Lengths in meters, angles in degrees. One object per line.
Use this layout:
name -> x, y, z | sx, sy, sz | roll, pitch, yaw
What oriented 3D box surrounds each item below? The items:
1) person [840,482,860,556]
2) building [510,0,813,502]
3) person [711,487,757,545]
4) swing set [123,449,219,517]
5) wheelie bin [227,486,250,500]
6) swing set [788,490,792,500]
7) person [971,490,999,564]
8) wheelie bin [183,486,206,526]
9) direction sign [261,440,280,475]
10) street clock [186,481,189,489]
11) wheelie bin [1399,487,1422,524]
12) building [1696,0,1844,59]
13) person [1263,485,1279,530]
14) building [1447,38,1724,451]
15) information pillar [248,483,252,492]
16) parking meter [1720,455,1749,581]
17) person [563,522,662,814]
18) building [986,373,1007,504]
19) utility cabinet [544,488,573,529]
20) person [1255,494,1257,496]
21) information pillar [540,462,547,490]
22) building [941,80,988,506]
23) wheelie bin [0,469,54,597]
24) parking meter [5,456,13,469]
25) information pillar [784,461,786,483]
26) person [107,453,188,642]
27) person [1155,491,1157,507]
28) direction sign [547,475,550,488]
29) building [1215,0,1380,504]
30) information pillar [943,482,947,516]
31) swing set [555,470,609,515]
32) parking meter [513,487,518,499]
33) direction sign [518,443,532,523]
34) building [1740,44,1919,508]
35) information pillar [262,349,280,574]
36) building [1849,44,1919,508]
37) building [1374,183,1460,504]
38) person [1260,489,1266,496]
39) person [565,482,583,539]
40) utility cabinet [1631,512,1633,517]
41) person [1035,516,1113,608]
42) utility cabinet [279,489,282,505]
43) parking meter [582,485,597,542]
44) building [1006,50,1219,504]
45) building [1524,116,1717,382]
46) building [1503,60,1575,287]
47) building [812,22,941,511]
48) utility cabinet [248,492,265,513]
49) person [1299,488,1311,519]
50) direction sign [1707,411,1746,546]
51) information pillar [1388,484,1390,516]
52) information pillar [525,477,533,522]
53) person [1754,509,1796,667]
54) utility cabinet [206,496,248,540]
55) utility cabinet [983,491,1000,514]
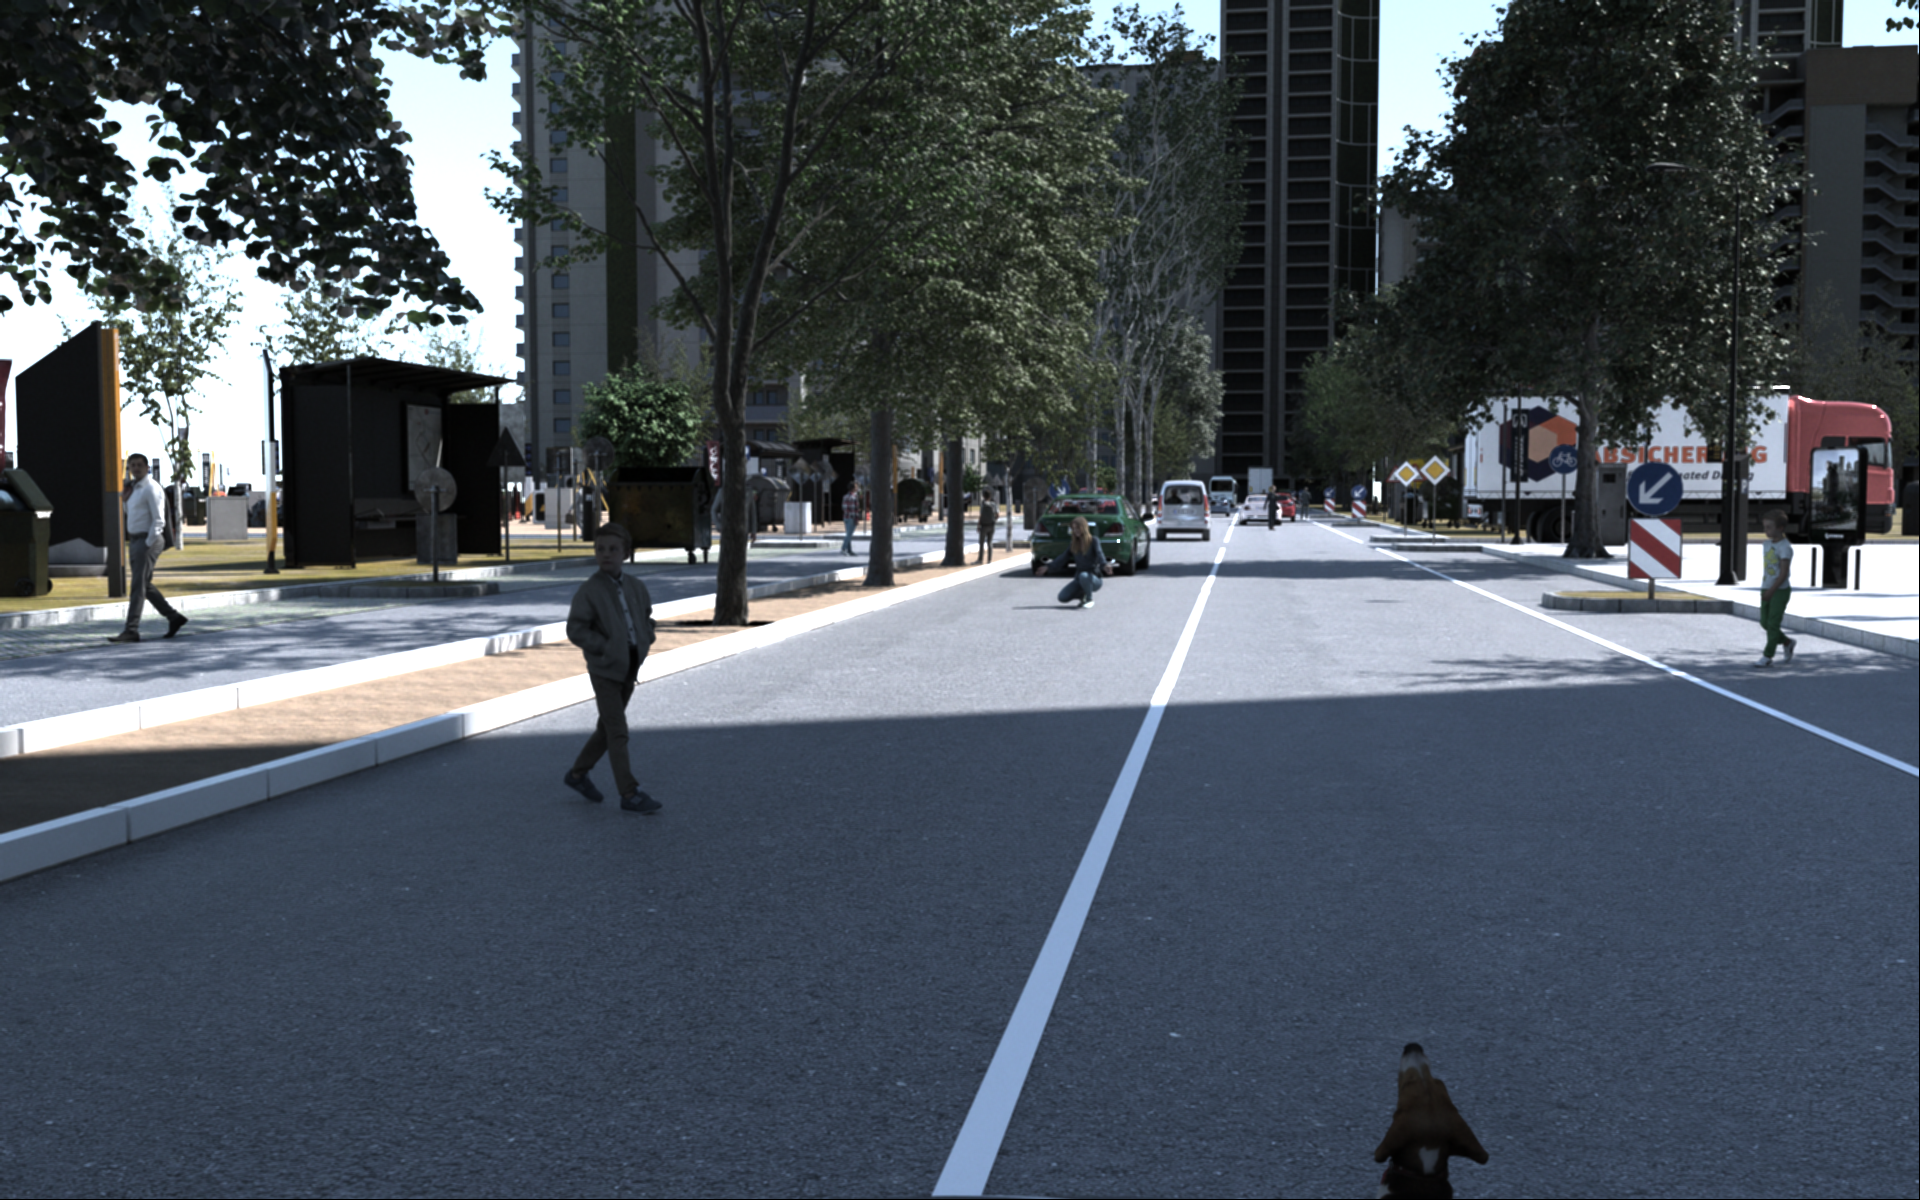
person -> -2.574, -1.894, 40.303 | 0.643, 1.720, 0.563 | -2, 4, -29
building -> -32.737, -39.518, 188.118 | 28.212, 58.520, 21.231 | 1, 4, 9
person -> -3.192, -0.974, 24.532 | 0.635, 1.810, 0.391 | -2, 4, -28
swing set -> -27.671, -3.879, 61.037 | 3.119, 2.851, 2.862 | -1, 4, -13
wheelie bin -> -29.345, -3.822, 70.401 | 0.693, 1.594, 0.980 | 3, 5, 44
swing set -> -7.637, -5.611, 89.360 | 2.862, 2.851, 3.119 | 0, 4, 6
person -> 0.522, -1.469, 35.107 | 0.523, 1.515, 0.503 | 2, 4, 29
wheelie bin -> -30.918, -3.793, 69.930 | 0.693, 1.594, 0.980 | 0, 4, 6
direction sign -> -28.655, -4.896, 72.048 | 0.876, 3.537, 0.379 | 1, 4, 17
street clock -> -41.894, -5.440, 93.517 | 0.358, 2.002, 0.471 | 3, 5, 44
wheelie bin -> 19.201, -4.050, 74.125 | 0.693, 1.594, 0.980 | -1, 4, -12
building -> 100.923, -47.934, 221.977 | 20.611, 71.187, 20.563 | 1, 4, 9
person -> 12.382, -3.669, 68.908 | 0.576, 1.772, 0.534 | -3, 5, -45
building -> 59.640, -31.408, 168.148 | 22.147, 44.769, 28.867 | 1, 4, 9
information pillar -> -47.862, -6.861, 116.673 | 0.304, 2.012, 0.304 | -2, 4, -30
parking meter -> 11.434, -1.215, 25.573 | 0.399, 1.863, 0.255 | -3, 5, -43
person -> -1.582, 0.296, 7.936 | 0.640, 1.303, 0.475 | 2, 4, 29
building -> -5.952, -40.052, 244.092 | 27.495, 52.752, 28.713 | 1, 4, 9
utility cabinet -> -14.477, -3.306, 62.732 | 1.173, 1.500, 0.318 | 2, 4, 26
person -> 22.374, -7.306, 131.182 | 0.991, 1.433, 0.599 | 0, 4, -1
information pillar -> -29.872, -8.122, 124.145 | 0.504, 3.616, 0.183 | 0, 4, 3
building -> -8.554, -45.551, 183.004 | 20.611, 71.187, 20.563 | 1, 4, 9
wheelie bin -> -11.819, -0.842, 21.675 | 0.693, 1.594, 0.980 | -1, 4, -9
parking meter -> -14.195, -1.220, 25.657 | 0.399, 1.863, 0.255 | 3, 5, 41
information pillar -> -11.145, -7.227, 109.519 | 0.183, 3.616, 0.504 | 1, 4, 17
person -> -7.980, -0.510, 16.941 | 0.679, 1.850, 0.850 | 3, 4, 37
person -> 21.471, -10.987, 188.872 | 1.217, 1.736, 0.721 | 0, 4, 6
direction sign -> -31.847, -8.687, 134.024 | 0.379, 3.537, 0.876 | -2, 4, -25
building -> 44.875, -48.458, 230.543 | 20.611, 71.187, 20.563 | 1, 4, 9
information pillar -> -0.904, -5.809, 99.467 | 0.304, 2.012, 0.304 | -2, 4, -30
swing set -> -19.445, -5.520, 87.871 | 2.862, 2.851, 3.119 | 0, 4, 6
parking meter -> -33.524, -7.640, 130.629 | 0.399, 1.863, 0.255 | 0, 4, -8
direction sign -> -19.508, -5.208, 77.145 | 0.876, 3.537, 0.379 | 0, 4, -2
building -> 83.900, -31.900, 171.680 | 14.200, 45.320, 14.600 | 1, 4, 9
information pillar -> -11.072, -2.228, 27.784 | 0.183, 3.616, 0.504 | -2, 4, -32
building -> 97.987, -31.788, 169.840 | 14.200, 45.320, 14.600 | 1, 4, 9
building -> 61.878, -33.179, 226.077 | 14.086, 41.232, 14.154 | 1, 4, 9
person -> 25.359, -8.324, 144.602 | 1.348, 1.823, 0.705 | 1, 4, 14
person -> -11.905, -2.793, 54.292 | 0.853, 1.813, 0.709 | 1, 4, 18
utility cabinet -> 25.635, -3.455, 65.170 | 1.173, 1.500, 0.318 | 2, 4, 34
person -> 1.569, -0.478, 21.815 | 1.012, 1.151, 0.738 | 3, 5, 39
utility cabinet -> -39.194, -5.591, 100.087 | 0.318, 1.500, 1.173 | -2, 4, -34
parking meter -> -10.005, -2.347, 46.778 | 0.372, 1.533, 0.369 | 0, 3, 0
building -> 20.837, -42.397, 235.186 | 28.212, 58.520, 21.231 | 1, 4, 9
building -> 50.579, -22.148, 133.814 | 14.160, 30.474, 14.107 | 1, 4, 9
building -> 52.950, -28.381, 147.630 | 14.154, 41.232, 14.086 | 1, 4, 9
building -> -14.362, -36.947, 146.089 | 21.231, 58.520, 28.212 | 1, 4, 9
utility cabinet -> -44.231, -6.148, 109.204 | 1.173, 1.500, 0.318 | -1, 4, -10
person -> 19.520, -5.463, 97.998 | 0.661, 1.801, 0.590 | 0, 4, 3
direction sign -> 18.999, -3.118, 42.981 | 0.876, 3.537, 0.379 | 1, 4, 20
information pillar -> 24.678, -5.781, 99.006 | 0.304, 2.012, 0.304 | -3, 5, -44
information pillar -> -20.136, -5.471, 80.798 | 0.504, 3.616, 0.183 | 3, 4, 37
person -> 6.830, -0.105, 14.461 | 0.590, 1.304, 0.306 | -2, 4, -32
utility cabinet -> -20.457, -2.273, 48.332 | 1.020, 1.237, 0.306 | -3, 5, -39
utility cabinet -> 2.061, -6.362, 112.695 | 1.173, 1.500, 0.318 | 3, 5, 44
